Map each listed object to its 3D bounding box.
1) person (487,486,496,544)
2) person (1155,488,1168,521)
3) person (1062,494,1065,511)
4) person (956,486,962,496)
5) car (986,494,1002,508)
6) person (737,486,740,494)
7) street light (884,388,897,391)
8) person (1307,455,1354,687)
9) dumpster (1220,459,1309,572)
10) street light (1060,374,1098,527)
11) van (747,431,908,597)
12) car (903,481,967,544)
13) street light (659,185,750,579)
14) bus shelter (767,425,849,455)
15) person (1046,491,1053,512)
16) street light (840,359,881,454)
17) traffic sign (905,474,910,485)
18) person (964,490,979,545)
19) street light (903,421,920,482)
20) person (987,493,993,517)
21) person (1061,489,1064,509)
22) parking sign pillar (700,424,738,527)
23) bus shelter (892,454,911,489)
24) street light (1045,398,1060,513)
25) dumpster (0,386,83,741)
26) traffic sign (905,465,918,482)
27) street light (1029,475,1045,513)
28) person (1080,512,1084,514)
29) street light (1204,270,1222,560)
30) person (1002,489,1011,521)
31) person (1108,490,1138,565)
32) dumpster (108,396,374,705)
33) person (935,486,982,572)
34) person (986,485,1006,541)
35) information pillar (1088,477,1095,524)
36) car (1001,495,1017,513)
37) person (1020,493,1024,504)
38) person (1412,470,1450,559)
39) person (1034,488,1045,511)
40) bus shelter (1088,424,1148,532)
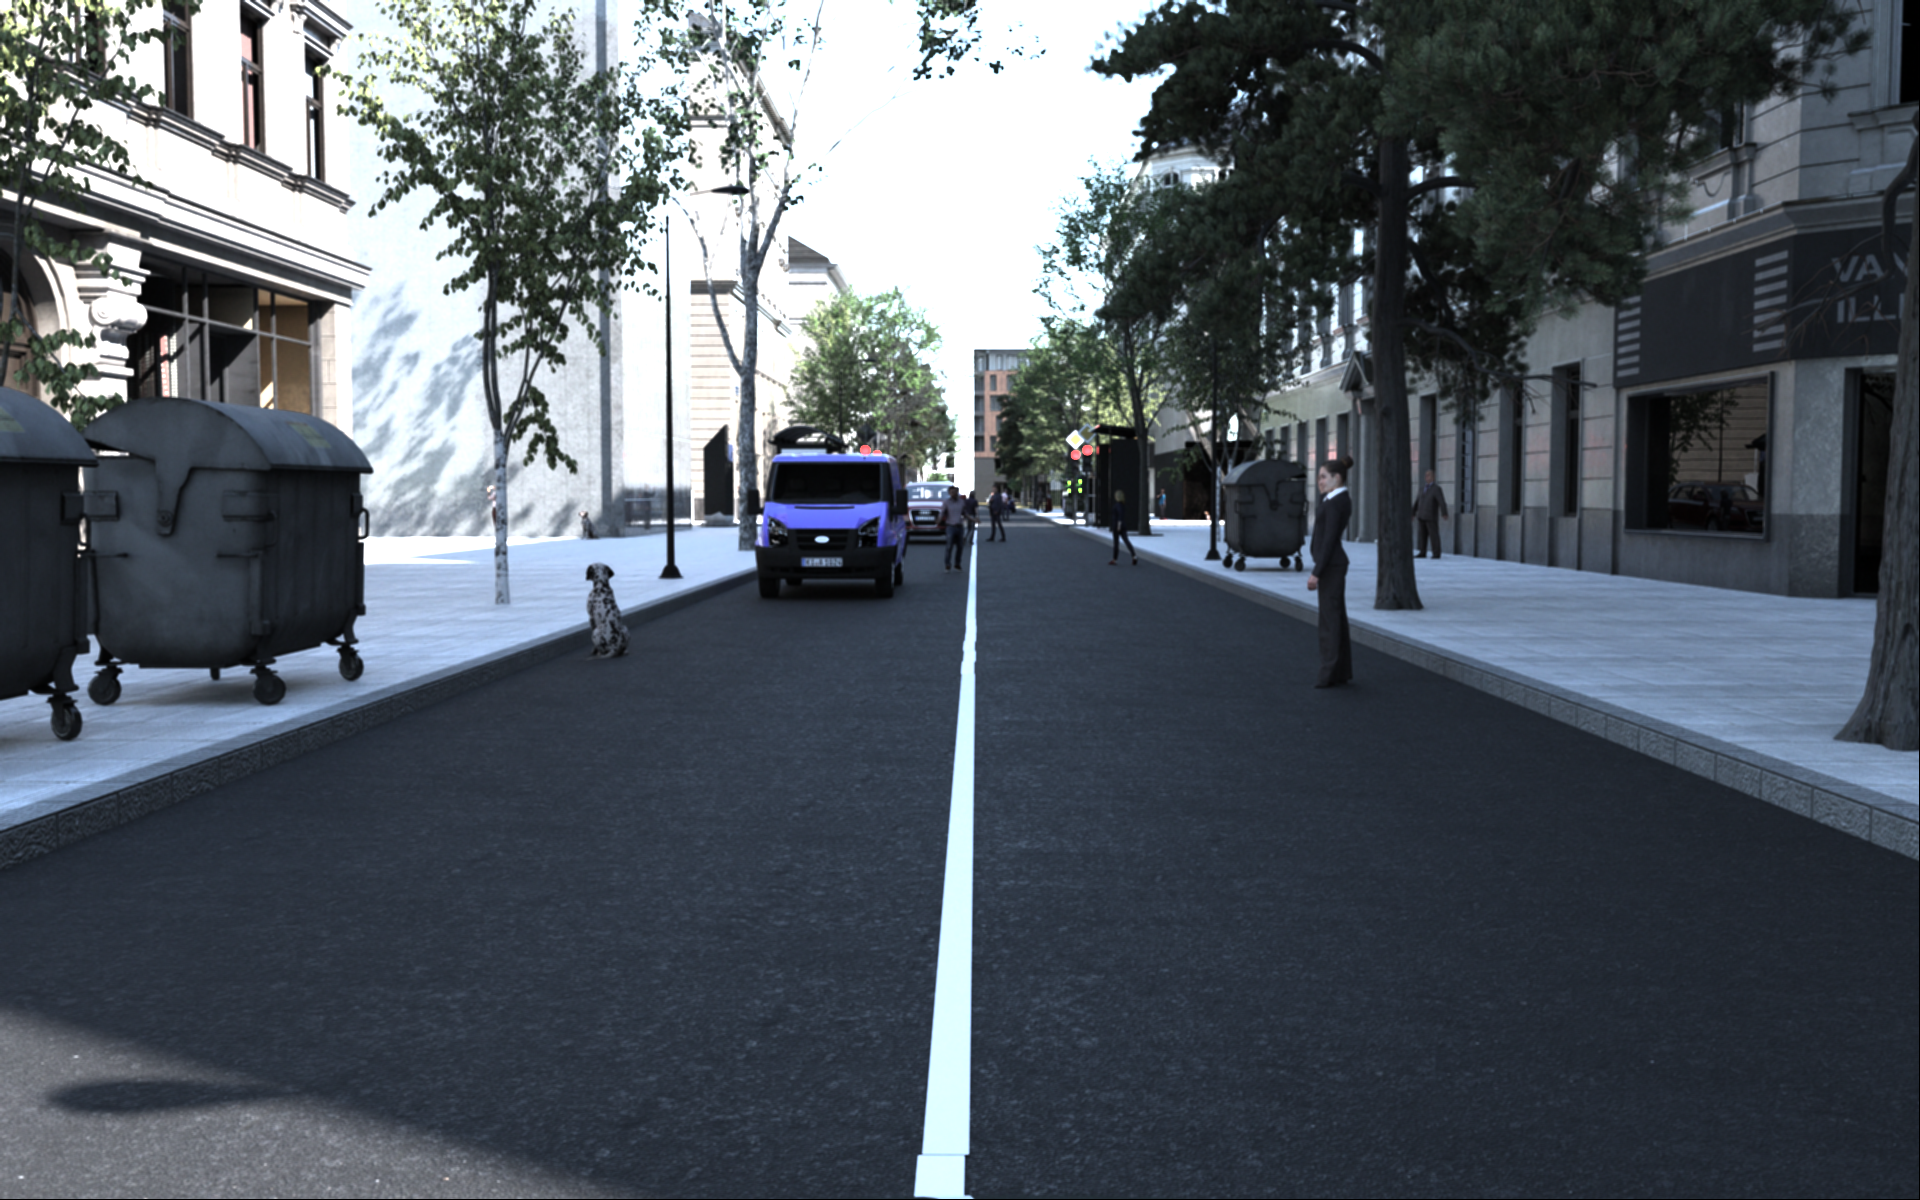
[{"bbox_3d":[-11.879,-2.260,44.446,0.517,1.644,0.566,-1,4,-9],"label":"person"},{"bbox_3d":[9.762,-4.631,83.635,0.662,1.594,0.647,2,4,26],"label":"person"},{"bbox_3d":[8.185,-7.763,133.639,0.551,1.740,0.621,-2,4,-31],"label":"person"},{"bbox_3d":[-0.089,-3.140,60.770,0.436,1.711,0.756,1,4,13],"label":"person"},{"bbox_3d":[3.686,-9.971,174.816,2.131,1.459,4.920,0,4,-1],"label":"car"},{"bbox_3d":[-8.010,-3.451,63.276,0.445,1.727,0.742,-3,5,-44],"label":"person"},{"bbox_3d":[-3.447,-6.326,75.970,1.470,5.913,1.316,0,4,1],"label":"street light"},{"bbox_3d":[2.742,-0.235,13.141,0.445,1.727,0.742,-1,4,-13],"label":"person"},{"bbox_3d":[5.149,-1.440,29.297,1.264,1.857,1.865,0,4,1],"label":"dumpster"},{"bbox_3d":[4.765,-5.788,67.175,1.470,5.913,1.316,0,4,1],"label":"street light"},{"bbox_3d":[-1.839,-1.308,25.773,2.240,2.365,5.245,0,4,0],"label":"van"},{"bbox_3d":[-0.910,-2.642,51.874,2.281,1.827,5.304,0,4,2],"label":"car"},{"bbox_3d":[-3.869,-3.284,26.232,1.470,5.913,1.316,0,4,1],"label":"street light"},{"bbox_3d":[-4.644,-3.663,53.806,2.014,3.302,5.546,0,4,1],"label":"bus shelter"},{"bbox_3d":[6.440,-7.130,125.089,0.387,1.526,0.523,3,5,44],"label":"person"},{"bbox_3d":[-3.562,-5.322,59.562,1.470,5.913,1.316,0,4,1],"label":"street light"},{"bbox_3d":[-3.518,-6.878,112.451,0.884,2.594,0.081,0,4,1],"label":"traffic sign"},{"bbox_3d":[0.235,-2.322,48.675,0.471,1.553,0.569,-1,4,-22],"label":"person"},{"bbox_3d":[-3.024,-8.364,109.299,1.470,5.913,1.316,0,4,1],"label":"street light"},{"bbox_3d":[1.944,-5.967,108.751,0.600,1.496,0.574,-3,4,-39],"label":"person"},{"bbox_3d":[9.056,-8.731,149.323,0.750,1.759,0.617,0,4,0],"label":"person"},{"bbox_3d":[-9.417,-4.839,67.588,1.447,3.967,1.447,3,5,41],"label":"parking sign pillar"},{"bbox_3d":[-3.947,-6.945,104.829,1.731,3.624,6.357,0,4,0],"label":"bus shelter"},{"bbox_3d":[5.005,-6.801,83.731,1.470,5.913,1.316,0,4,1],"label":"street light"},{"bbox_3d":[-5.171,-0.154,8.281,1.264,1.857,1.865,0,4,1],"label":"dumpster"},{"bbox_3d":[-4.092,-7.866,122.474,2.265,3.308,0.079,0,4,1],"label":"traffic sign"},{"bbox_3d":[5.254,-8.839,117.062,1.470,5.913,1.316,0,4,1],"label":"street light"},{"bbox_3d":[7.929,-6.296,112.172,0.799,1.438,0.628,-1,4,-9],"label":"person"},{"bbox_3d":[4.405,-3.738,33.656,1.470,5.913,1.316,0,4,1],"label":"street light"},{"bbox_3d":[2.431,-5.073,92.387,0.436,1.711,0.756,-1,4,-22],"label":"person"},{"bbox_3d":[3.308,-1.472,35.114,0.613,1.512,0.480,1,4,9],"label":"person"},{"bbox_3d":[-4.701,-0.331,11.167,1.264,1.857,1.865,0,4,0],"label":"dumpster"},{"bbox_3d":[-0.107,-1.312,31.910,0.963,1.587,0.435,-2,4,-32],"label":"person"},{"bbox_3d":[1.088,-2.641,52.600,0.530,1.710,0.541,-1,4,-21],"label":"person"},{"bbox_3d":[5.695,-4.287,74.587,0.304,2.012,0.304,2,4,30],"label":"information pillar"},{"bbox_3d":[3.346,-7.294,131.830,1.945,1.354,3.894,0,4,0],"label":"car"},{"bbox_3d":[8.237,-13.458,226.757,0.721,1.739,1.217,3,5,40],"label":"person"},{"bbox_3d":[9.333,-1.707,34.501,0.434,1.755,0.990,-2,4,-27],"label":"person"},{"bbox_3d":[5.914,-7.383,127.311,0.990,1.755,0.434,2,4,30],"label":"person"},{"bbox_3d":[5.560,-4.271,61.118,1.731,3.624,6.357,0,4,1],"label":"bus shelter"}]
